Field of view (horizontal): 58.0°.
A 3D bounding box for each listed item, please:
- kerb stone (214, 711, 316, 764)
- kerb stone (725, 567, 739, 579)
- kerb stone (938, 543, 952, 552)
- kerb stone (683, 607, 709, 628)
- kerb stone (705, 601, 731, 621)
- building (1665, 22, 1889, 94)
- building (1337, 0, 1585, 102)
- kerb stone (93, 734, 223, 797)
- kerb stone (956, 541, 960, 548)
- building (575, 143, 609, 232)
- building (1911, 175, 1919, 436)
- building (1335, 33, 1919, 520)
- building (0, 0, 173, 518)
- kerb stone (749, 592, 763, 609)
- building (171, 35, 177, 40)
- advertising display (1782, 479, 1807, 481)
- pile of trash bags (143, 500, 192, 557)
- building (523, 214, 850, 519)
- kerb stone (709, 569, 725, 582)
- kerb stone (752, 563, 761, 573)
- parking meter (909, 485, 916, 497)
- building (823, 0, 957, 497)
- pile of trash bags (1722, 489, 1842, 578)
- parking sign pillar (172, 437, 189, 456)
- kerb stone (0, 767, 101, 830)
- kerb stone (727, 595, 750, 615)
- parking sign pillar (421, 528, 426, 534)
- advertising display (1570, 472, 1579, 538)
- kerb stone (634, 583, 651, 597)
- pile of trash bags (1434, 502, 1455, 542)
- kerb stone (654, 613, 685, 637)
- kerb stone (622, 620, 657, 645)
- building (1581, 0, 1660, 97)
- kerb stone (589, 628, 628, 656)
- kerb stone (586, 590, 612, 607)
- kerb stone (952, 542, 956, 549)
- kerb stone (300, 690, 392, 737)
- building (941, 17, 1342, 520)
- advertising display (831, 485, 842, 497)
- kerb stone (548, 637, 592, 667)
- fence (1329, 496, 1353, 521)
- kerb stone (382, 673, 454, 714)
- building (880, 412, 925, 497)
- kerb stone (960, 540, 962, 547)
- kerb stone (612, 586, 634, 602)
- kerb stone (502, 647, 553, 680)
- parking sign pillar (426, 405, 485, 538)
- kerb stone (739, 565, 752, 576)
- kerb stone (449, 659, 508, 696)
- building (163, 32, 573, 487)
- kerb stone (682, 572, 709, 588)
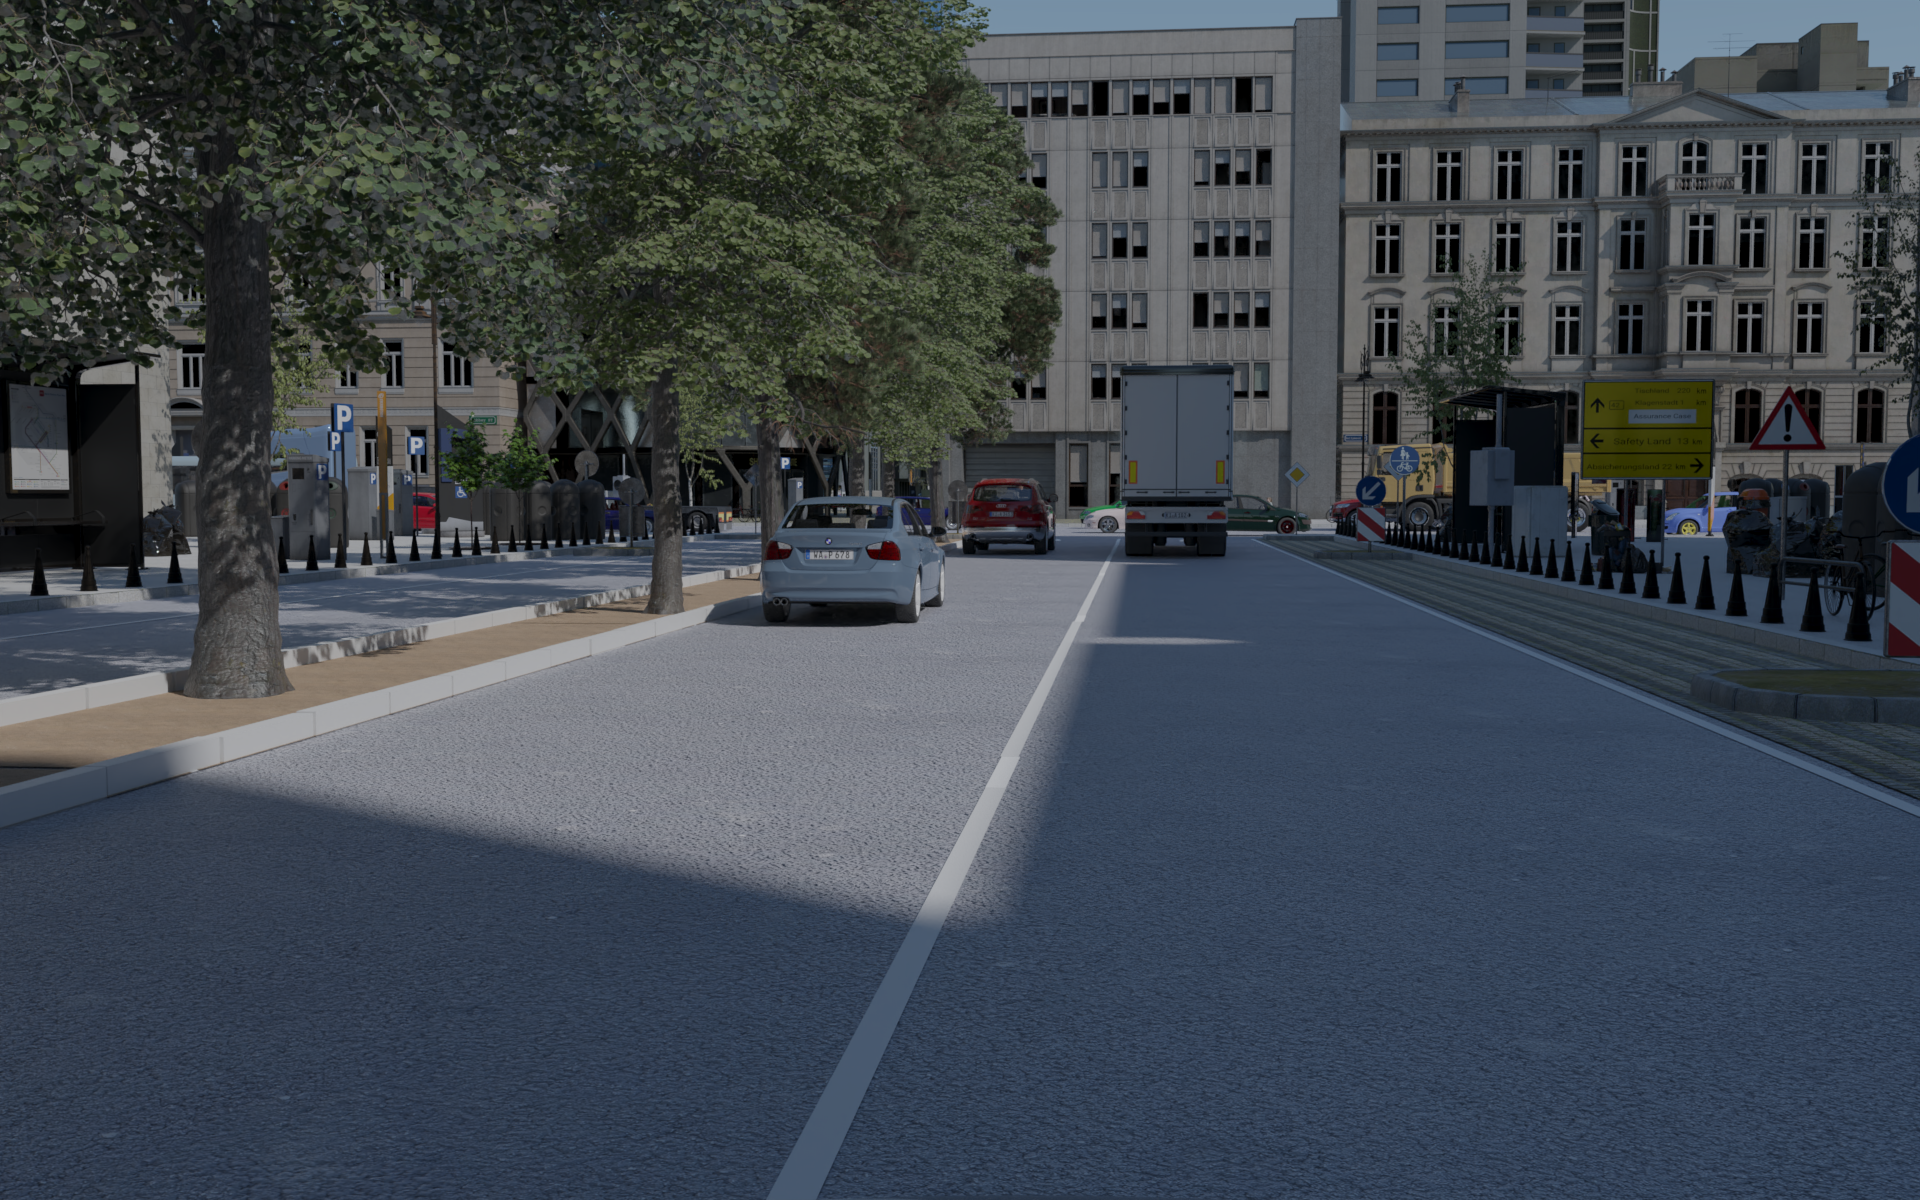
[{"bbox_3d":[-3.917,0.771,9.701,0.120,0.150,1.000,0,4,6],"label":"kerb stone"},{"bbox_3d":[-3.967,-0.436,29.342,0.120,0.150,1.000,0,4,6],"label":"kerb stone"},{"bbox_3d":[-0.375,-1.294,43.381,0.120,0.150,1.000,0,4,6],"label":"kerb stone"},{"bbox_3d":[-2.953,0.208,18.883,0.120,0.150,1.000,0,4,6],"label":"kerb stone"},{"bbox_3d":[-2.840,0.142,19.901,0.120,0.150,1.000,0,4,6],"label":"kerb stone"},{"bbox_3d":[85.213,-34.274,184.077,21.600,48.544,21.300,0,4,6],"label":"building"},{"bbox_3d":[45.296,-37.775,159.621,21.231,58.520,28.212,0,4,6],"label":"building"},{"bbox_3d":[-4.029,0.829,8.673,0.120,0.150,1.000,0,4,6],"label":"kerb stone"},{"bbox_3d":[-0.170,-1.420,45.420,0.120,0.150,1.000,0,4,6],"label":"kerb stone"},{"bbox_3d":[-48.384,-33.243,198.145,28.867,44.769,22.147,0,4,6],"label":"building"},{"bbox_3d":[28.022,-13.024,30.967,12.078,24.808,19.932,0,4,6],"label":"building"},{"bbox_3d":[36.849,-16.648,91.273,34.723,24.649,14.460,0,4,6],"label":"building"},{"bbox_3d":[-29.850,-11.408,41.271,16.860,20.320,10.420,0,4,6],"label":"building"},{"bbox_3d":[-2.625,0.019,21.946,0.120,0.150,1.000,0,4,6],"label":"kerb stone"},{"bbox_3d":[-58.756,-19.689,99.411,29.804,29.767,11.434,0,4,6],"label":"building"},{"bbox_3d":[35.527,-4.192,73.747,0.974,1.923,0.123,2,4,27],"label":"advertising display"},{"bbox_3d":[-17.913,-1.623,36.291,3.447,1.369,1.912,0,4,7],"label":"pile of trash bags"},{"bbox_3d":[-14.414,-14.124,98.375,16.811,18.784,16.820,0,4,6],"label":"building"},{"bbox_3d":[-4.067,-0.372,28.318,0.120,0.150,1.000,0,4,6],"label":"kerb stone"},{"bbox_3d":[-3.744,-0.563,31.400,0.120,0.150,1.000,0,4,6],"label":"kerb stone"},{"bbox_3d":[-3.012,-6.395,110.276,0.399,1.863,0.255,-1,4,-13],"label":"parking meter"},{"bbox_3d":[-11.981,-57.884,259.079,31.000,86.520,22.319,0,4,6],"label":"building"},{"bbox_3d":[13.313,-1.117,28.016,1.912,1.369,3.447,0,4,5],"label":"pile of trash bags"},{"bbox_3d":[-37.141,-5.735,82.240,1.447,3.967,1.447,2,4,35],"label":"parking sign pillar"},{"bbox_3d":[-4.124,0.889,7.653,0.120,0.150,1.000,0,4,6],"label":"kerb stone"},{"bbox_3d":[-2.737,0.078,20.920,0.120,0.150,1.000,0,4,6],"label":"kerb stone"},{"bbox_3d":[-16.693,-4.130,55.999,1.447,3.967,1.447,-1,4,-12],"label":"parking sign pillar"},{"bbox_3d":[17.984,-2.780,50.673,0.123,1.923,0.974,2,4,26],"label":"advertising display"},{"bbox_3d":[-4.496,-0.125,24.240,0.120,0.150,1.000,0,4,6],"label":"kerb stone"},{"bbox_3d":[14.053,-2.181,45.410,1.912,1.369,3.447,-1,4,-22],"label":"pile of trash bags"},{"bbox_3d":[-3.055,0.265,17.864,0.120,0.150,1.000,0,4,6],"label":"kerb stone"},{"bbox_3d":[-3.166,0.327,16.845,0.120,0.150,1.000,0,4,6],"label":"kerb stone"},{"bbox_3d":[87.774,-49.457,246.878,20.611,71.187,20.563,0,4,6],"label":"building"},{"bbox_3d":[-3.265,0.392,15.826,0.120,0.150,1.000,0,4,6],"label":"kerb stone"},{"bbox_3d":[-4.709,0.001,22.202,0.120,0.150,1.000,0,4,6],"label":"kerb stone"},{"bbox_3d":[-0.279,-1.358,44.401,0.120,0.150,1.000,0,4,6],"label":"kerb stone"},{"bbox_3d":[-3.806,0.702,10.719,0.120,0.150,1.000,0,4,6],"label":"kerb stone"},{"bbox_3d":[9.578,-16.832,93.231,19.932,24.808,12.078,0,4,6],"label":"building"},{"bbox_3d":[-8.905,-7.224,123.331,0.974,1.923,0.123,0,4,1],"label":"advertising display"},{"bbox_3d":[-3.382,0.452,14.797,0.120,0.150,1.000,0,4,6],"label":"kerb stone"},{"bbox_3d":[18.752,-4.397,83.099,2.264,1.192,0.480,-1,4,-13],"label":"fence"},{"bbox_3d":[-3.701,0.642,11.741,0.120,0.150,1.000,0,4,6],"label":"kerb stone"},{"bbox_3d":[-19.679,-33.056,195.095,28.867,44.769,22.147,0,4,6],"label":"building"},{"bbox_3d":[-0.069,-1.483,46.445,0.120,0.150,1.000,0,4,6],"label":"kerb stone"},{"bbox_3d":[-4.616,-0.056,23.223,0.120,0.150,1.000,0,4,6],"label":"kerb stone"},{"bbox_3d":[-3.485,0.516,13.778,0.120,0.150,1.000,0,4,6],"label":"kerb stone"},{"bbox_3d":[-14.908,-3.855,51.505,1.447,3.967,1.447,-2,4,-32],"label":"parking sign pillar"},{"bbox_3d":[-3.856,-0.500,30.366,0.120,0.150,1.000,0,4,6],"label":"kerb stone"},{"bbox_3d":[-3.592,0.580,12.759,0.120,0.150,1.000,0,4,6],"label":"kerb stone"},{"bbox_3d":[-33.197,-19.076,97.796,20.117,28.700,13.634,0,4,6],"label":"building"},{"bbox_3d":[-4.178,-0.310,27.299,0.120,0.150,1.000,0,4,6],"label":"kerb stone"}]
